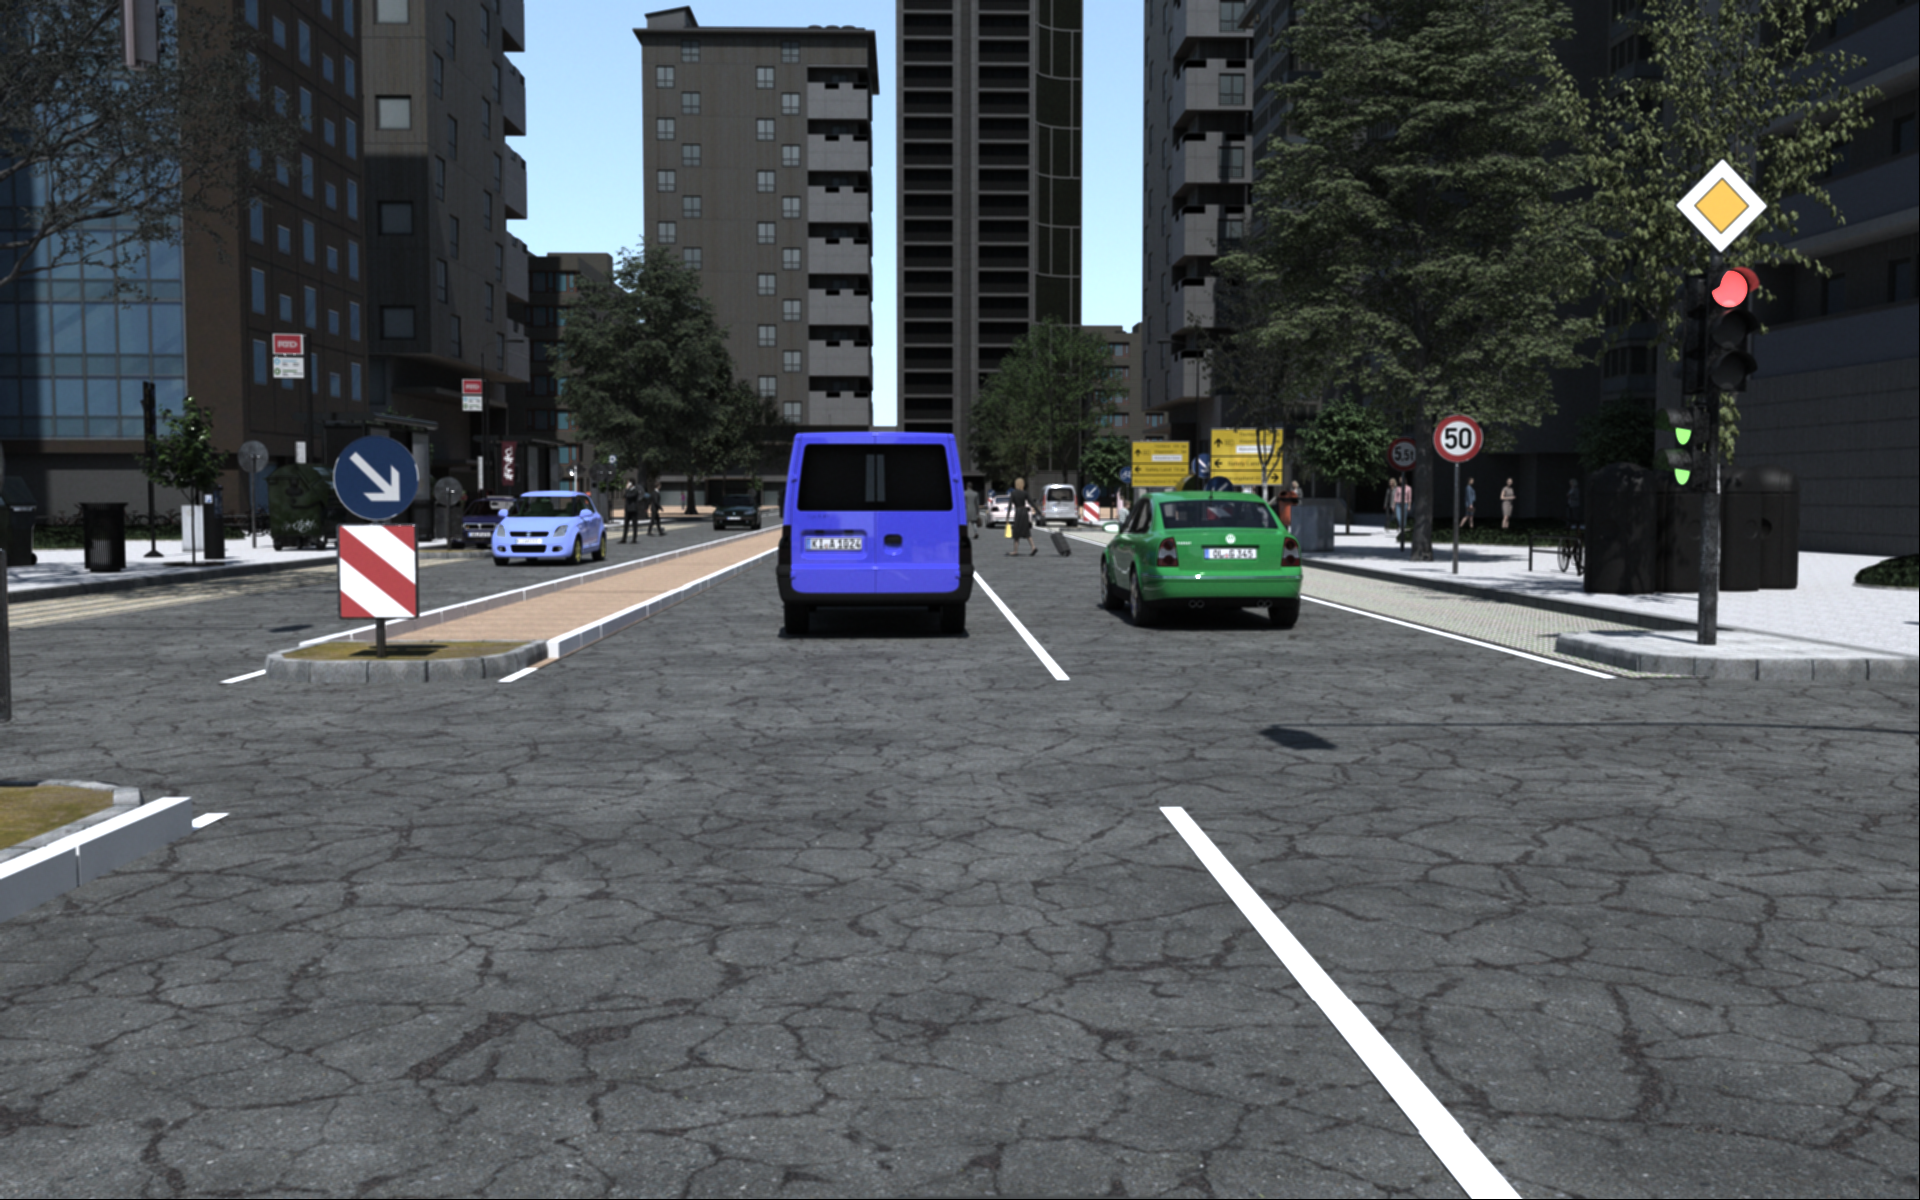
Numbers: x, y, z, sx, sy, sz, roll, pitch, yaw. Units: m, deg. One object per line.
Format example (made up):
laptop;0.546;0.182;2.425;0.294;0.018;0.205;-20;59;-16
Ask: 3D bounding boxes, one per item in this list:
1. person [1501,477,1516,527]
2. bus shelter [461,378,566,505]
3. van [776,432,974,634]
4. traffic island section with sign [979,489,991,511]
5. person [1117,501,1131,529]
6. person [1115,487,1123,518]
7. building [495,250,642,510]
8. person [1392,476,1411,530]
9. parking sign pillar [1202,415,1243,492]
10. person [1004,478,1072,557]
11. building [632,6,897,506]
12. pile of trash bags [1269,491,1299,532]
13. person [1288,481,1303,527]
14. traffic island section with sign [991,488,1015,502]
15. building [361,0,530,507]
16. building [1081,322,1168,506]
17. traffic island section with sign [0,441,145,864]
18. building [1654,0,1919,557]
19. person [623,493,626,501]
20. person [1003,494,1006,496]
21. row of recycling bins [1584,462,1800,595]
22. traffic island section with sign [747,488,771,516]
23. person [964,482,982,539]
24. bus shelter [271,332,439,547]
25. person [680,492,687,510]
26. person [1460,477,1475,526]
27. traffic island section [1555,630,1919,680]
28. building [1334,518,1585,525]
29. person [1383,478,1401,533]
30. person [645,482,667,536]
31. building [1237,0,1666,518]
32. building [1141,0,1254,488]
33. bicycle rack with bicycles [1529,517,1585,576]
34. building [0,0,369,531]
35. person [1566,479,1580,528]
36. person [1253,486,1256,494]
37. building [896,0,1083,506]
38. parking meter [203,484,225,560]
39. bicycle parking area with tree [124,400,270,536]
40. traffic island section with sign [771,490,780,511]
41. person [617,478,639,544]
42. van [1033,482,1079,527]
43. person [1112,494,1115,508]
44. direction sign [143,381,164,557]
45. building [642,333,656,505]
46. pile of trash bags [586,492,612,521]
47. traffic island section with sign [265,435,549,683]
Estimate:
person;16.455;-2.790;51.998;0.599;1.781;0.374;-3;4;-36
bus shelter;-16.272;-5.214;62.879;2.179;5.291;8.768;0;4;-2
van;-0.973;-0.920;19.426;2.240;2.365;5.245;0;4;-3
traffic island section with sign;2.478;-8.283;144.062;1.989;1.847;2.006;0;4;-2
person;4.478;-2.084;47.261;0.352;1.250;0.332;-1;4;-13
person;8.744;-5.333;93.914;0.551;1.740;0.621;-1;4;-23
building;-42.596;-18.017;139.612;28.899;21.520;27.650;0;4;-2
person;13.095;-2.771;51.363;0.555;1.821;0.388;1;4;18
parking sign pillar;8.956;-4.325;59.187;1.447;3.967;1.447;-1;4;-13
person;1.755;-1.908;39.911;1.509;1.804;0.699;1;4;22
building;-20.911;-37.175;197.051;27.495;52.752;28.713;0;4;-2
pile of trash bags;8.314;-2.317;47.628;1.912;1.369;3.447;-1;4;-20
person;13.020;-3.730;67.205;0.537;1.800;0.526;2;4;30
traffic island section with sign;3.316;-6.596;116.478;1.989;1.847;2.006;0;4;-2
building;-41.448;-31.368;102.101;28.713;52.752;27.495;0;4;-2
building;28.195;-21.705;199.912;28.899;21.520;27.650;0;4;-2
traffic island section with sign;-4.332;0.088;6.697;2.006;1.907;1.989;0;4;-2
building;32.970;-30.258;36.719;28.212;58.520;21.231;0;4;-2
person;-18.587;-5.650;98.043;0.705;1.869;1.348;3;4;38
person;2.491;-5.237;97.387;1.065;1.426;0.557;2;4;34
row of recycling bins;9.803;-0.972;23.001;3.534;1.692;1.069;-2;4;-26
traffic island section with sign;-13.901;-6.565;115.969;1.989;1.847;2.006;0;4;-2
person;0.323;-2.874;55.600;0.694;1.812;0.767;-1;4;-23
bus shelter;-16.073;-4.171;45.833;2.179;5.291;8.768;0;4;-2
person;-22.763;-8.165;142.762;0.599;1.433;0.991;2;4;30
person;16.349;-3.038;55.742;0.654;1.822;0.581;2;4;26
traffic island section;6.390;0.459;14.770;2.009;0.180;2.903;0;4;-2
building;32.077;-23.630;78.228;32.217;40.220;23.993;0;4;-2
person;14.159;-3.071;56.431;0.728;1.800;0.709;-3;4;-37
person;-10.316;-3.102;58.995;0.755;1.850;0.659;-1;4;-21
building;32.797;-25.907;115.458;32.217;40.220;23.993;0;4;-2
building;29.998;-33.762;141.242;28.713;52.752;27.495;0;4;-2
bicycle rack with bicycles;10.581;-0.906;28.201;2.852;0.926;2.925;0;4;-5
building;-31.955;-25.420;65.729;14.600;45.320;14.200;0;4;-2
person;20.505;-3.169;58.033;0.526;1.800;0.537;0;4;-6
person;14.832;-4.953;87.359;0.374;1.781;0.599;-1;4;-19
building;3.255;-46.167;193.075;20.611;71.187;20.563;0;4;-2
parking meter;-14.672;-1.568;34.046;0.372;1.533;0.369;0;3;0
bicycle parking area with tree;-24.918;-4.174;55.252;9.016;4.147;8.231;0;4;4
traffic island section with sign;-14.723;-8.248;143.481;1.989;1.847;2.006;0;4;-2
person;-9.575;-2.585;50.132;0.648;1.900;0.474;3;5;40
van;4.259;-4.253;76.544;2.013;2.044;4.112;0;4;-2
person;14.214;-9.317;161.609;0.421;1.427;0.697;-1;4;-23
direction sign;-16.442;-2.643;35.217;0.379;3.537;0.876;-1;4;-12
building;-49.488;-21.517;196.841;28.899;21.520;27.650;0;4;-2
pile of trash bags;-17.294;-4.364;81.102;1.912;1.369;3.447;-1;4;-11
traffic island section with sign;-4.546;-0.365;14.101;2.006;1.907;1.989;0;4;-2
